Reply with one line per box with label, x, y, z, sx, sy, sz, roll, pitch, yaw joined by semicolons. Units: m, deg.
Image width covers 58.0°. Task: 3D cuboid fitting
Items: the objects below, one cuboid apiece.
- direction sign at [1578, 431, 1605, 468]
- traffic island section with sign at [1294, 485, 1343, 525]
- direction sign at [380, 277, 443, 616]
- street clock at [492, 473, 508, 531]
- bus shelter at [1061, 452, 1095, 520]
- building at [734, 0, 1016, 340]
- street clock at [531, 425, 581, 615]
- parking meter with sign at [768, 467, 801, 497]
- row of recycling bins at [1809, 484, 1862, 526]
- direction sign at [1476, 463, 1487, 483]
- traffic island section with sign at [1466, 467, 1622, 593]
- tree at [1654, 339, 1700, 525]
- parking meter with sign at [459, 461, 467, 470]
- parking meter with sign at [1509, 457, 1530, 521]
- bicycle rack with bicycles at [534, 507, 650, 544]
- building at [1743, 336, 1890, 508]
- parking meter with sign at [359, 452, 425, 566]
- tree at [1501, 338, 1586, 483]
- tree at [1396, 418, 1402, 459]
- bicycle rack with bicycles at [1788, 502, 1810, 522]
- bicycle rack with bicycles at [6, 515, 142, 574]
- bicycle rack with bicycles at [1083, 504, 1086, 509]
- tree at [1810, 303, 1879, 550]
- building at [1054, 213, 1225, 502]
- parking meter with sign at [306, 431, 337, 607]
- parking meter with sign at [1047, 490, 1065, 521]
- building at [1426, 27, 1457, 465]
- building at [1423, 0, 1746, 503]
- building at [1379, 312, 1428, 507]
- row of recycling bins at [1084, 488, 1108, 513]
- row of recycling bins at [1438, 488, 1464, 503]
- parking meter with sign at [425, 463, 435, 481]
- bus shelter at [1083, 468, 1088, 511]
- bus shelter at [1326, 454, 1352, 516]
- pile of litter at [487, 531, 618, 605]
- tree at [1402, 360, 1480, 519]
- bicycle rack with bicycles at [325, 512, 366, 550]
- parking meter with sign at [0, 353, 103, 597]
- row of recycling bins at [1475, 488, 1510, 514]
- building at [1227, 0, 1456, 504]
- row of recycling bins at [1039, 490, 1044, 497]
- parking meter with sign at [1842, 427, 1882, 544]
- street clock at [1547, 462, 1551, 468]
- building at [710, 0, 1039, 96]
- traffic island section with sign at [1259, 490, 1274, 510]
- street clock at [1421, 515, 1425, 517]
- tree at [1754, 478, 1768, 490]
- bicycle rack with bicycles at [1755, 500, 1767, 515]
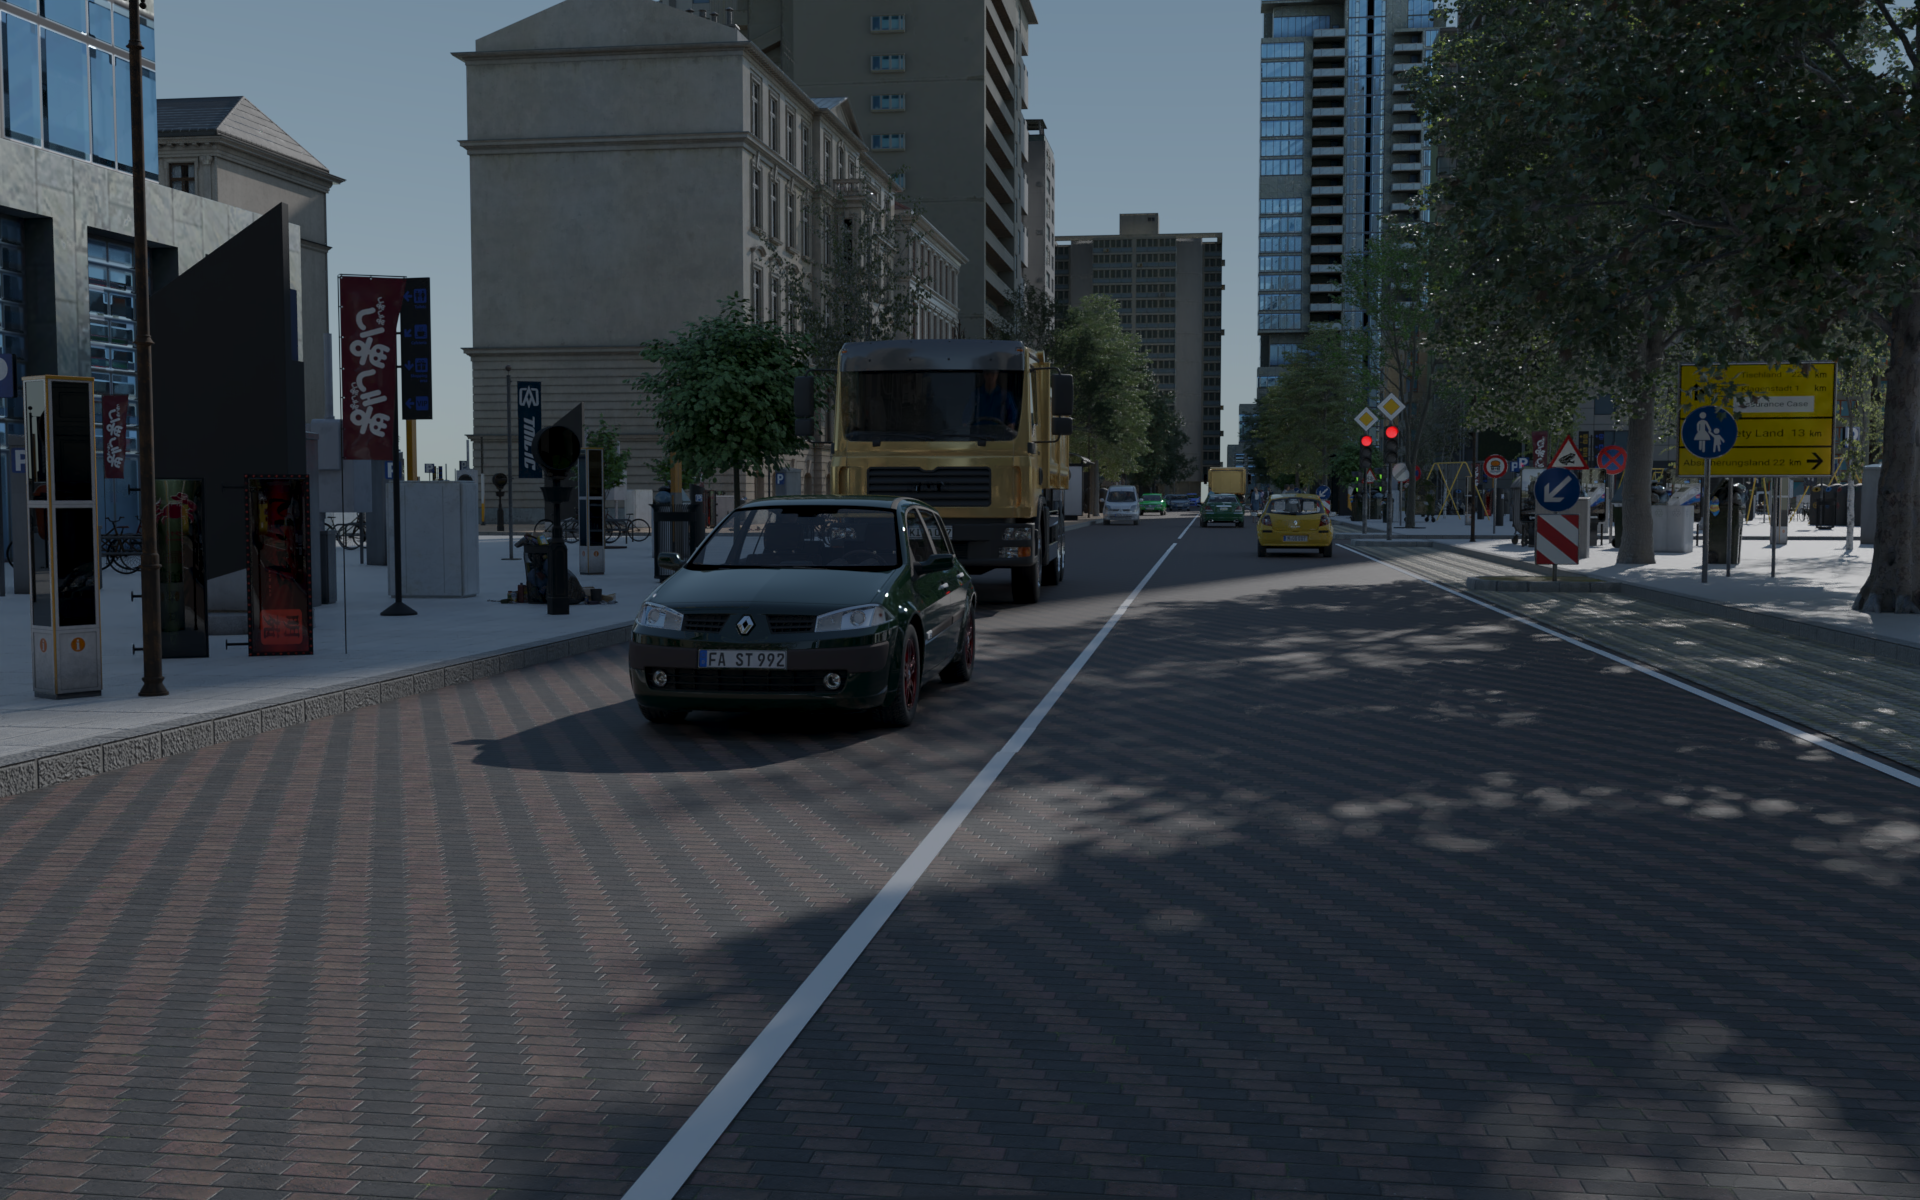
direction sign;22.644;-4.293;62.191;0.876;3.537;0.379;2;4;29
traffic island section with sign;16.694;-4.385;80.319;1.989;1.847;2.006;1;4;8
direction sign;-5.955;-1.607;18.275;0.876;3.537;0.379;1;4;15
street clock;-15.870;-3.377;59.779;0.471;2.002;0.358;-3;4;-38
bus shelter;5.553;-5.669;86.613;2.014;3.302;5.546;1;4;8
building;-7.140;-31.903;145.317;21.300;48.544;21.600;1;4;8
street clock;-4.283;-0.846;18.407;0.471;2.002;0.358;-2;4;-30
parking meter with sign;-4.846;-3.234;49.142;0.543;3.016;1.738;3;4;37
row of recycling bins;35.879;-3.879;70.530;1.069;1.692;3.534;0;4;-5
direction sign;37.620;-8.139;125.068;0.876;3.537;0.379;1;4;17
traffic island section with sign;8.712;-1.065;26.040;1.989;1.847;2.006;1;4;8
tree;28.499;-7.119;66.765;4.360;8.622;3.978;0;3;0
parking meter with sign;-25.098;-5.726;89.887;1.738;3.016;0.543;2;4;23
parking meter with sign;26.374;-5.229;81.761;0.543;3.016;1.738;2;4;31
bicycle rack with bicycles;-9.723;-1.965;45.504;2.925;0.926;2.852;0;4;-4
building;91.635;-20.042;172.726;28.899;21.520;27.650;1;4;8
parking meter with sign;-10.392;-2.136;31.192;1.738;3.016;0.543;3;5;43
tree;25.441;-7.617;74.900;4.737;8.622;4.395;0;3;0
tree;33.726;-10.727;125.742;4.360;8.622;3.978;0;3;0
bicycle rack with bicycles;39.967;-4.140;81.064;2.852;0.926;2.925;1;4;22
bicycle rack with bicycles;-13.985;-0.907;28.212;2.925;0.926;2.852;-1;4;-10
bicycle rack with bicycles;6.880;-6.009;111.632;2.852;0.926;2.925;-2;4;-34
tree;20.222;-5.458;39.594;4.360;8.622;3.978;0;3;0
building;24.874;-33.671;242.396;23.993;40.220;32.217;1;4;8
parking meter with sign;-7.493;-1.421;19.492;0.543;3.016;1.738;0;4;-4
parking meter with sign;4.411;-5.275;82.512;0.543;3.016;1.738;3;5;45
building;48.945;-28.830;154.959;14.154;41.232;14.086;1;4;8
building;48.741;-42.705;136.476;20.563;71.187;20.611;1;4;8
building;58.106;-20.236;175.900;27.650;21.520;28.899;1;4;8
row of recycling bins;8.311;-6.684;116.404;3.534;1.692;1.069;-1;4;-11
row of recycling bins;35.491;-7.022;121.917;3.534;1.692;1.069;1;4;12
parking meter with sign;-30.329;-6.302;99.303;0.543;3.016;1.738;-1;4;-13
bus shelter;9.132;-8.276;126.597;1.731;3.624;6.357;1;4;8
bus shelter;22.889;-6.855;103.358;1.731;3.624;6.357;1;4;8
pile of litter;-4.825;-0.402;20.531;1.719;0.858;1.176;3;5;41
tree;25.488;-8.595;90.887;4.360;8.622;3.978;0;3;0
bicycle rack with bicycles;-13.629;-1.641;40.206;2.925;0.926;2.852;-1;4;-10
parking meter with sign;-11.863;-1.599;22.413;0.543;3.016;1.738;1;4;9
row of recycling bins;34.598;-6.410;111.917;1.069;1.692;3.534;0;4;-4
building;51.619;-56.159;230.874;31.000;86.520;22.319;1;4;8
row of recycling bins;4.163;-5.149;91.307;1.069;1.692;3.534;1;4;22
parking meter with sign;23.378;-2.925;44.091;0.543;3.016;1.738;-2;4;-25
street clock;13.590;-2.145;39.637;0.358;2.002;0.471;3;4;36
building;-7.783;-35.565;170.732;28.713;52.752;27.495;1;4;8
traffic island section with sign;28.019;-9.093;157.297;1.989;1.847;2.006;1;4;8
street clock;25.993;-5.663;97.154;0.471;2.002;0.358;2;4;23
tree;46.288;-9.018;97.801;4.737;8.622;4.395;0;3;0
bicycle rack with bicycles;47.976;-5.626;105.361;2.925;0.926;2.852;-2;4;-33
